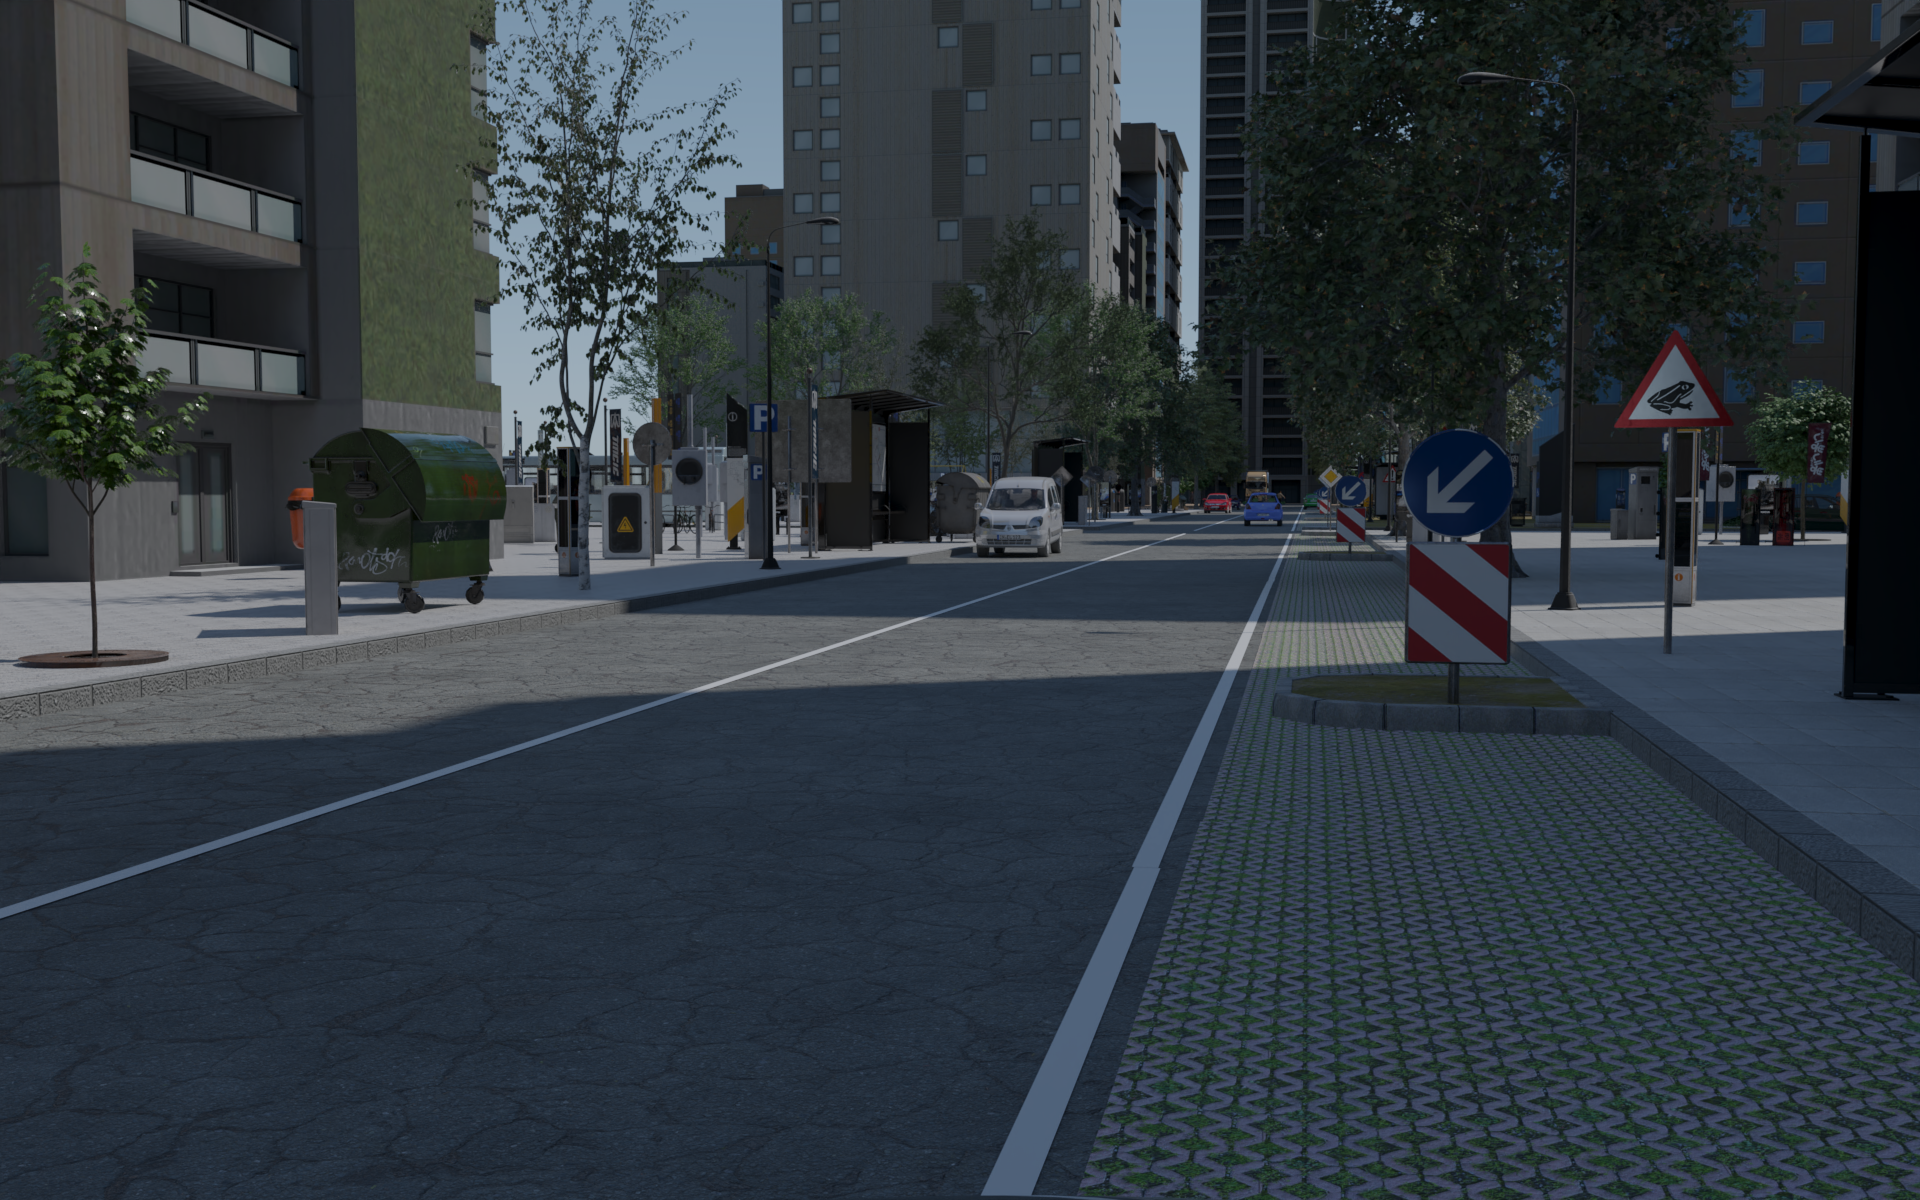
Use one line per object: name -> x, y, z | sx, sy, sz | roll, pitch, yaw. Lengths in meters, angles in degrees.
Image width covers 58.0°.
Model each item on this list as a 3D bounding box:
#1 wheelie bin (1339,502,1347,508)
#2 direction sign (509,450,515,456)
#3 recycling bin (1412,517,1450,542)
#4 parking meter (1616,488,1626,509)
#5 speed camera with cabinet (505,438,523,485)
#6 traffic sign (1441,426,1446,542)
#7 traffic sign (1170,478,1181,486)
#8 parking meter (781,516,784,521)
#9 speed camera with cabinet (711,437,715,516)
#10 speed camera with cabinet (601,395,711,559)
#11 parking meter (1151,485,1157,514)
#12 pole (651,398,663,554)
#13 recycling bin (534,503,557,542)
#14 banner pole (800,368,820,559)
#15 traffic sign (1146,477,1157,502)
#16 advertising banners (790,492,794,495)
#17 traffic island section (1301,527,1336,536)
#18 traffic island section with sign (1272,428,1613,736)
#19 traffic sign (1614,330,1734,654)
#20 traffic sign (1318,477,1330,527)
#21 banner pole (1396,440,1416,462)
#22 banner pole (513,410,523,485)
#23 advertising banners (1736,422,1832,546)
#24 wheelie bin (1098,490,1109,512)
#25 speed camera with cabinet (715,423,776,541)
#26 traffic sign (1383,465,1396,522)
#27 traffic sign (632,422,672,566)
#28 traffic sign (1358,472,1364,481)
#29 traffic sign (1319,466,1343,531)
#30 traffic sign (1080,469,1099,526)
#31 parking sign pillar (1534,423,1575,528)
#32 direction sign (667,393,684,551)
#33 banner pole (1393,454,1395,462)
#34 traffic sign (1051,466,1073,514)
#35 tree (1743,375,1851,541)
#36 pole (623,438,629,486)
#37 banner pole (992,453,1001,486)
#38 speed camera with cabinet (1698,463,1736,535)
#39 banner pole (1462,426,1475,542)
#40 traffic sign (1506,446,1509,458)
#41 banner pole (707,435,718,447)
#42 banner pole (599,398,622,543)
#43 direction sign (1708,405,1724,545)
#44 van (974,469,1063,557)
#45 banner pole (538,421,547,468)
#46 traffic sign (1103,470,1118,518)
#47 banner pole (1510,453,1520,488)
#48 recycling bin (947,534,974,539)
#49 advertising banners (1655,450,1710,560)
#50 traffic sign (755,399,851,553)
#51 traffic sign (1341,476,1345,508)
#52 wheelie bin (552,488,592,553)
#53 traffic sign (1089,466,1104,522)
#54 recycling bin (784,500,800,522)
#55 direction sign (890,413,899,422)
wheelie bin -> 28.705, -7.446, 129.652 | 0.693, 1.594, 0.980 | 0, 4, 8
direction sign -> -23.038, -5.943, 89.165 | 0.379, 3.537, 0.876 | 0, 4, 5
recycling bin -> 11.457, -1.800, 41.983 | 0.722, 1.027, 0.722 | 3, 5, 43
parking meter -> 27.767, -3.939, 72.816 | 0.372, 1.533, 0.369 | 0, 3, 0
speed camera with cabinet -> -16.027, -4.137, 61.980 | 0.660, 3.252, 2.038 | -1, 4, -18
traffic sign -> 9.326, -2.043, 33.399 | 0.884, 2.594, 0.081 | 1, 4, 20
traffic sign -> 15.462, -7.611, 124.547 | 0.768, 2.556, 0.104 | 1, 4, 13
parking meter -> -8.222, -4.455, 81.243 | 0.372, 1.533, 0.369 | 0, 3, 0
speed camera with cabinet -> -7.057, -3.527, 51.997 | 2.038, 3.252, 0.660 | -2, 4, -28
speed camera with cabinet -> -6.040, -2.443, 34.278 | 2.038, 3.252, 0.660 | 0, 4, -5
parking meter -> 12.796, -6.627, 114.067 | 0.255, 1.863, 0.399 | 2, 4, 35
pole -> -6.449, -2.631, 36.864 | 0.158, 3.312, 0.155 | 0, 3, 0
recycling bin -> -11.136, -2.083, 46.612 | 0.722, 1.027, 0.722 | 0, 4, 4
banner pole -> -2.941, -2.729, 34.635 | 0.401, 3.779, 0.863 | 1, 4, 10
traffic sign -> 14.292, -7.905, 129.347 | 0.768, 2.556, 0.104 | 1, 4, 13
advertising banners -> -13.433, -8.406, 133.620 | 0.090, 3.025, 2.074 | 2, 4, 35
traffic island section -> 12.865, -2.312, 60.080 | 2.009, 0.180, 2.903 | 1, 4, 11
traffic island section with sign -> 3.065, -0.163, 11.296 | 1.989, 1.847, 2.006 | 1, 4, 11
traffic sign -> 5.686, -0.847, 13.846 | 0.884, 2.594, 0.081 | 1, 4, 17
traffic sign -> 14.415, -3.926, 67.836 | 0.795, 2.450, 0.064 | 1, 4, 11
banner pole -> 15.248, -4.200, 58.683 | 0.401, 3.779, 0.863 | -1, 4, -21
banner pole -> -13.224, -3.785, 51.901 | 0.401, 3.779, 0.863 | 0, 4, 3
advertising banners -> 20.338, -2.850, 42.781 | 2.074, 3.025, 0.090 | 2, 4, 30
wheelie bin -> 10.104, -6.966, 121.799 | 0.980, 1.594, 0.693 | 3, 4, 37
speed camera with cabinet -> -5.873, -3.274, 47.874 | 0.660, 3.252, 2.038 | -3, 5, -39
traffic sign -> 19.518, -4.782, 78.195 | 0.884, 2.594, 0.081 | 1, 4, 20
traffic sign -> -5.456, -1.868, 30.650 | 0.768, 2.556, 0.104 | 1, 4, 16
traffic sign -> 22.671, -5.925, 96.980 | 0.768, 2.556, 0.104 | 1, 4, 13
traffic sign -> 12.840, -3.447, 60.007 | 0.795, 2.450, 0.064 | 1, 4, 11
traffic sign -> 5.209, -4.040, 69.702 | 0.795, 2.450, 0.064 | 1, 4, 11
parking sign pillar -> 22.714, -4.749, 66.114 | 1.447, 3.967, 1.447 | 0, 4, 1
direction sign -> -6.437, -2.883, 39.131 | 0.379, 3.537, 0.876 | -2, 4, -28
banner pole -> 25.257, -6.737, 100.175 | 0.863, 3.779, 0.401 | -1, 4, -22
traffic sign -> 3.634, -3.562, 61.873 | 0.795, 2.450, 0.064 | 1, 4, 11
tree -> 23.452, -3.926, 47.906 | 4.285, 4.588, 4.351 | 0, 3, 0
pole -> -12.116, -4.226, 62.932 | 0.158, 3.312, 0.155 | 0, 3, 0
banner pole -> 1.775, -6.227, 91.834 | 0.863, 3.779, 0.401 | 1, 4, 14
speed camera with cabinet -> 23.407, -3.694, 54.735 | 2.038, 3.252, 0.660 | 0, 4, -8
banner pole -> 13.676, -3.463, 46.634 | 0.863, 3.779, 0.401 | -1, 4, -19
traffic sign -> 12.262, -2.438, 39.969 | 0.768, 2.556, 0.104 | 1, 4, 19
banner pole -> -10.551, -5.139, 74.038 | 0.863, 3.779, 0.401 | 3, 5, 42
banner pole -> -9.014, -3.353, 44.846 | 0.863, 3.779, 0.401 | 3, 5, 39
direction sign -> 19.182, -3.171, 43.842 | 0.379, 3.537, 0.876 | 2, 4, 34
van -> 1.424, -2.058, 40.666 | 2.013, 2.044, 4.112 | 1, 4, 9
banner pole -> -14.267, -4.237, 59.285 | 0.401, 3.779, 0.863 | -3, 4, -38
traffic sign -> 8.052, -5.672, 92.839 | 0.768, 2.556, 0.104 | 1, 4, 12
banner pole -> 29.844, -6.345, 93.752 | 0.863, 3.779, 0.401 | 1, 4, 11
recycling bin -> 0.083, -2.384, 51.529 | 0.722, 1.027, 0.722 | -3, 4, -37
advertising banners -> 14.353, -2.327, 34.234 | 2.074, 3.025, 0.090 | -3, 5, -39
traffic sign -> -3.402, -2.661, 37.380 | 2.265, 3.308, 0.079 | 1, 4, 20
traffic sign -> 27.236, -7.494, 122.630 | 0.768, 2.556, 0.104 | 1, 4, 16
wheelie bin -> -8.327, -1.792, 37.207 | 0.693, 1.594, 0.980 | -3, 4, -37
traffic sign -> 6.121, -4.794, 78.494 | 0.768, 2.556, 0.104 | 1, 4, 18
recycling bin -> -7.657, -4.084, 79.322 | 0.722, 1.027, 0.722 | 0, 4, 1
direction sign -> -1.804, -3.312, 46.147 | 0.379, 3.537, 0.876 | -2, 4, -25
